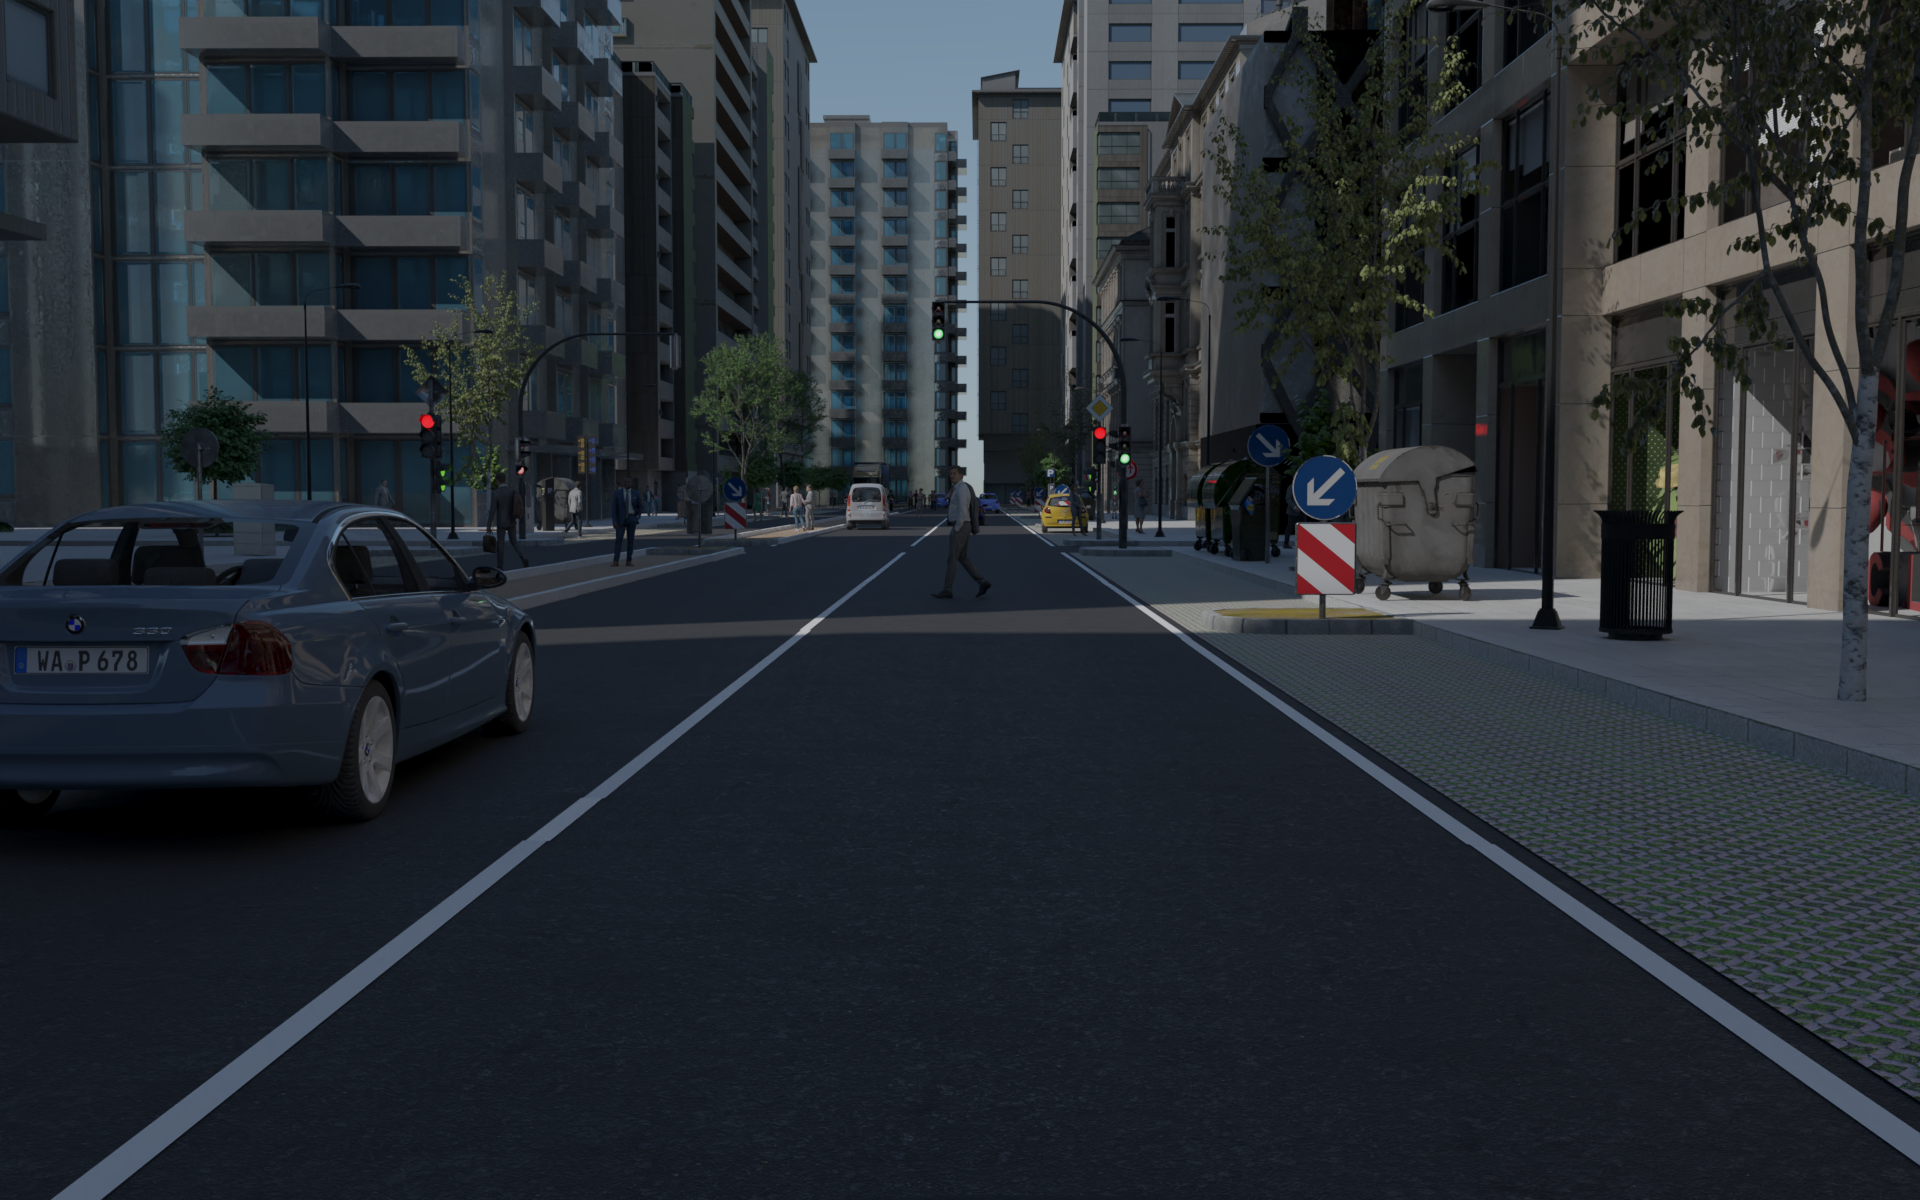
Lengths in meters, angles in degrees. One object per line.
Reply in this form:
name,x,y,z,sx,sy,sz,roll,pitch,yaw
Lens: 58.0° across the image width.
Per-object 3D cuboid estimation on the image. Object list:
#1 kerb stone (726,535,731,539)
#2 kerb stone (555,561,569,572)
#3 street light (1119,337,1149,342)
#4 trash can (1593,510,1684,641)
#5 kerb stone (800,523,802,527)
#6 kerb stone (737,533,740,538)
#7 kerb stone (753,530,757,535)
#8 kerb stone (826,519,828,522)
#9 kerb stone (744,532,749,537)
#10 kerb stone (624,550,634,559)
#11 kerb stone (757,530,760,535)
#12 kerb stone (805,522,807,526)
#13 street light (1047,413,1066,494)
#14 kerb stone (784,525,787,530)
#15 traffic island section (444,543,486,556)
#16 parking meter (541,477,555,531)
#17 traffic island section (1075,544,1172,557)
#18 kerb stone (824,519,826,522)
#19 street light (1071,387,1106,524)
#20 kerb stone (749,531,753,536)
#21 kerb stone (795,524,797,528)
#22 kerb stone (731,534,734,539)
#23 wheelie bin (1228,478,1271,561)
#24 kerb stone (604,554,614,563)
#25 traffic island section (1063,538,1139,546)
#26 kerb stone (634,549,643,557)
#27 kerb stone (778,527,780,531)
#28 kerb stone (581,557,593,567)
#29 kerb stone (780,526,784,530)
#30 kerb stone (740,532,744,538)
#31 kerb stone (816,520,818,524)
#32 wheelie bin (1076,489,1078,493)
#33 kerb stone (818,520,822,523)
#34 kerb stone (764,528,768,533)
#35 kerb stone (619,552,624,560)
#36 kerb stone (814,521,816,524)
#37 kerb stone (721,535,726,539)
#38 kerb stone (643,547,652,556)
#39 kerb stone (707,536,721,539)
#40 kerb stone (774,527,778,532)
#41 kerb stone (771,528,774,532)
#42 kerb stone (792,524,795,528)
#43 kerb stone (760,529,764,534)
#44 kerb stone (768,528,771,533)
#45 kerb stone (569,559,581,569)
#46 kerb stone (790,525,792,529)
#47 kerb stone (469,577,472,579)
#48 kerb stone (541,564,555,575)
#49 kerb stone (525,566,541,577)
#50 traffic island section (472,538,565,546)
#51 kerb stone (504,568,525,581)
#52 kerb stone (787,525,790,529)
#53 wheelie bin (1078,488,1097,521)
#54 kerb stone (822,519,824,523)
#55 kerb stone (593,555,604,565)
kerb stone,-7.236,-1.888,53.077,0.120,0.150,1.000,0,4,1
kerb stone,-7.452,-0.593,31.974,0.120,0.150,1.000,0,4,1
street light,5.421,-4.828,51.481,1.470,5.913,1.316,0,4,1
trash can,5.988,-0.225,15.325,0.748,1.137,0.748,0,3,0
kerb stone,-7.003,-3.208,74.646,0.120,0.150,1.000,0,4,1
kerb stone,-7.209,-2.014,55.126,0.120,0.150,1.000,0,4,1
kerb stone,-7.160,-2.265,59.228,0.120,0.150,1.000,0,4,1
kerb stone,-6.869,-3.960,86.943,0.120,0.150,1.000,0,4,1
kerb stone,-7.182,-2.138,57.181,0.120,0.150,1.000,0,4,1
kerb stone,-7.385,-0.971,38.125,0.120,0.150,1.000,0,4,1
kerb stone,-7.154,-2.324,60.251,0.120,0.150,1.000,0,4,1
kerb stone,-6.981,-3.328,76.697,0.120,0.150,1.000,0,4,1
street light,5.942,-7.788,99.870,1.470,5.913,1.316,0,4,1
kerb stone,-7.066,-2.831,68.482,0.120,0.150,1.000,0,4,1
traffic island section,-12.486,-1.147,41.028,2.009,0.180,2.903,0,4,1
parking meter,-14.289,-3.324,60.062,0.399,1.863,0.255,-3,5,-41
traffic island section,3.854,-1.136,40.852,2.009,0.180,2.903,0,4,1
kerb stone,-6.884,-3.898,85.920,0.120,0.150,1.000,0,4,1
street light,5.688,-6.295,75.460,1.470,5.913,1.316,0,4,1
kerb stone,-7.177,-2.202,58.206,0.120,0.150,1.000,0,4,1
kerb stone,-7.027,-3.082,72.586,0.120,0.150,1.000,0,4,1
kerb stone,-7.219,-1.951,54.100,0.120,0.150,1.000,0,4,1
wheelie bin,5.573,-1.553,33.293,0.693,1.594,0.980,-1,4,-10
kerb stone,-7.419,-0.849,36.078,0.120,0.150,1.000,0,4,1
traffic island section,3.939,-1.624,48.836,2.009,0.180,2.903,0,4,1
kerb stone,-7.380,-1.037,39.147,0.120,0.150,1.000,0,4,1
kerb stone,-7.103,-2.702,66.423,0.120,0.150,1.000,0,4,1
kerb stone,-7.433,-0.723,34.028,0.120,0.150,1.000,0,4,1
kerb stone,-7.075,-2.768,67.453,0.120,0.150,1.000,0,4,1
kerb stone,-7.204,-2.071,56.153,0.120,0.150,1.000,0,4,1
kerb stone,-6.920,-3.647,81.821,0.120,0.150,1.000,0,4,1
wheelie bin,6.386,-5.167,92.390,0.980,1.594,0.693,2,4,34
kerb stone,-6.909,-3.772,83.866,0.120,0.150,1.000,0,4,1
kerb stone,-7.131,-2.447,62.306,0.120,0.150,1.000,0,4,1
kerb stone,-7.405,-0.909,37.101,0.120,0.150,1.000,0,4,1
kerb stone,-6.945,-3.584,80.796,0.120,0.150,1.000,0,4,1
kerb stone,-7.250,-1.826,52.055,0.120,0.150,1.000,0,4,1
kerb stone,-7.360,-1.099,40.168,0.120,0.150,1.000,0,4,1
kerb stone,-7.254,-1.762,51.025,0.120,0.150,1.000,0,4,1
kerb stone,-7.097,-2.642,65.394,0.120,0.150,1.000,0,4,1
kerb stone,-7.114,-2.579,64.367,0.120,0.150,1.000,0,4,1
kerb stone,-7.041,-3.019,71.548,0.120,0.150,1.000,0,4,1
kerb stone,-7.152,-2.390,61.277,0.120,0.150,1.000,0,4,1
kerb stone,-7.126,-2.516,63.327,0.120,0.150,1.000,0,4,1
kerb stone,-7.437,-0.661,33.004,0.120,0.150,1.000,0,4,1
kerb stone,-7.054,-2.952,70.526,0.120,0.150,1.000,0,4,1
kerb stone,-7.515,-0.285,26.849,0.120,0.150,1.000,0,4,1
kerb stone,-7.459,-0.532,30.945,0.120,0.150,1.000,0,4,1
kerb stone,-7.475,-0.473,29.923,0.120,0.150,1.000,0,4,1
traffic island section,-12.402,-1.635,49.013,2.009,0.180,2.903,0,4,1
kerb stone,-7.488,-0.410,28.901,0.120,0.150,1.000,0,4,1
kerb stone,-7.055,-2.890,69.504,0.120,0.150,1.000,0,4,1
wheelie bin,6.245,-4.642,83.809,0.693,1.594,0.980,1,4,14
kerb stone,-6.896,-3.834,84.894,0.120,0.150,1.000,0,4,1
kerb stone,-7.426,-0.786,35.054,0.120,0.150,1.000,0,4,1
